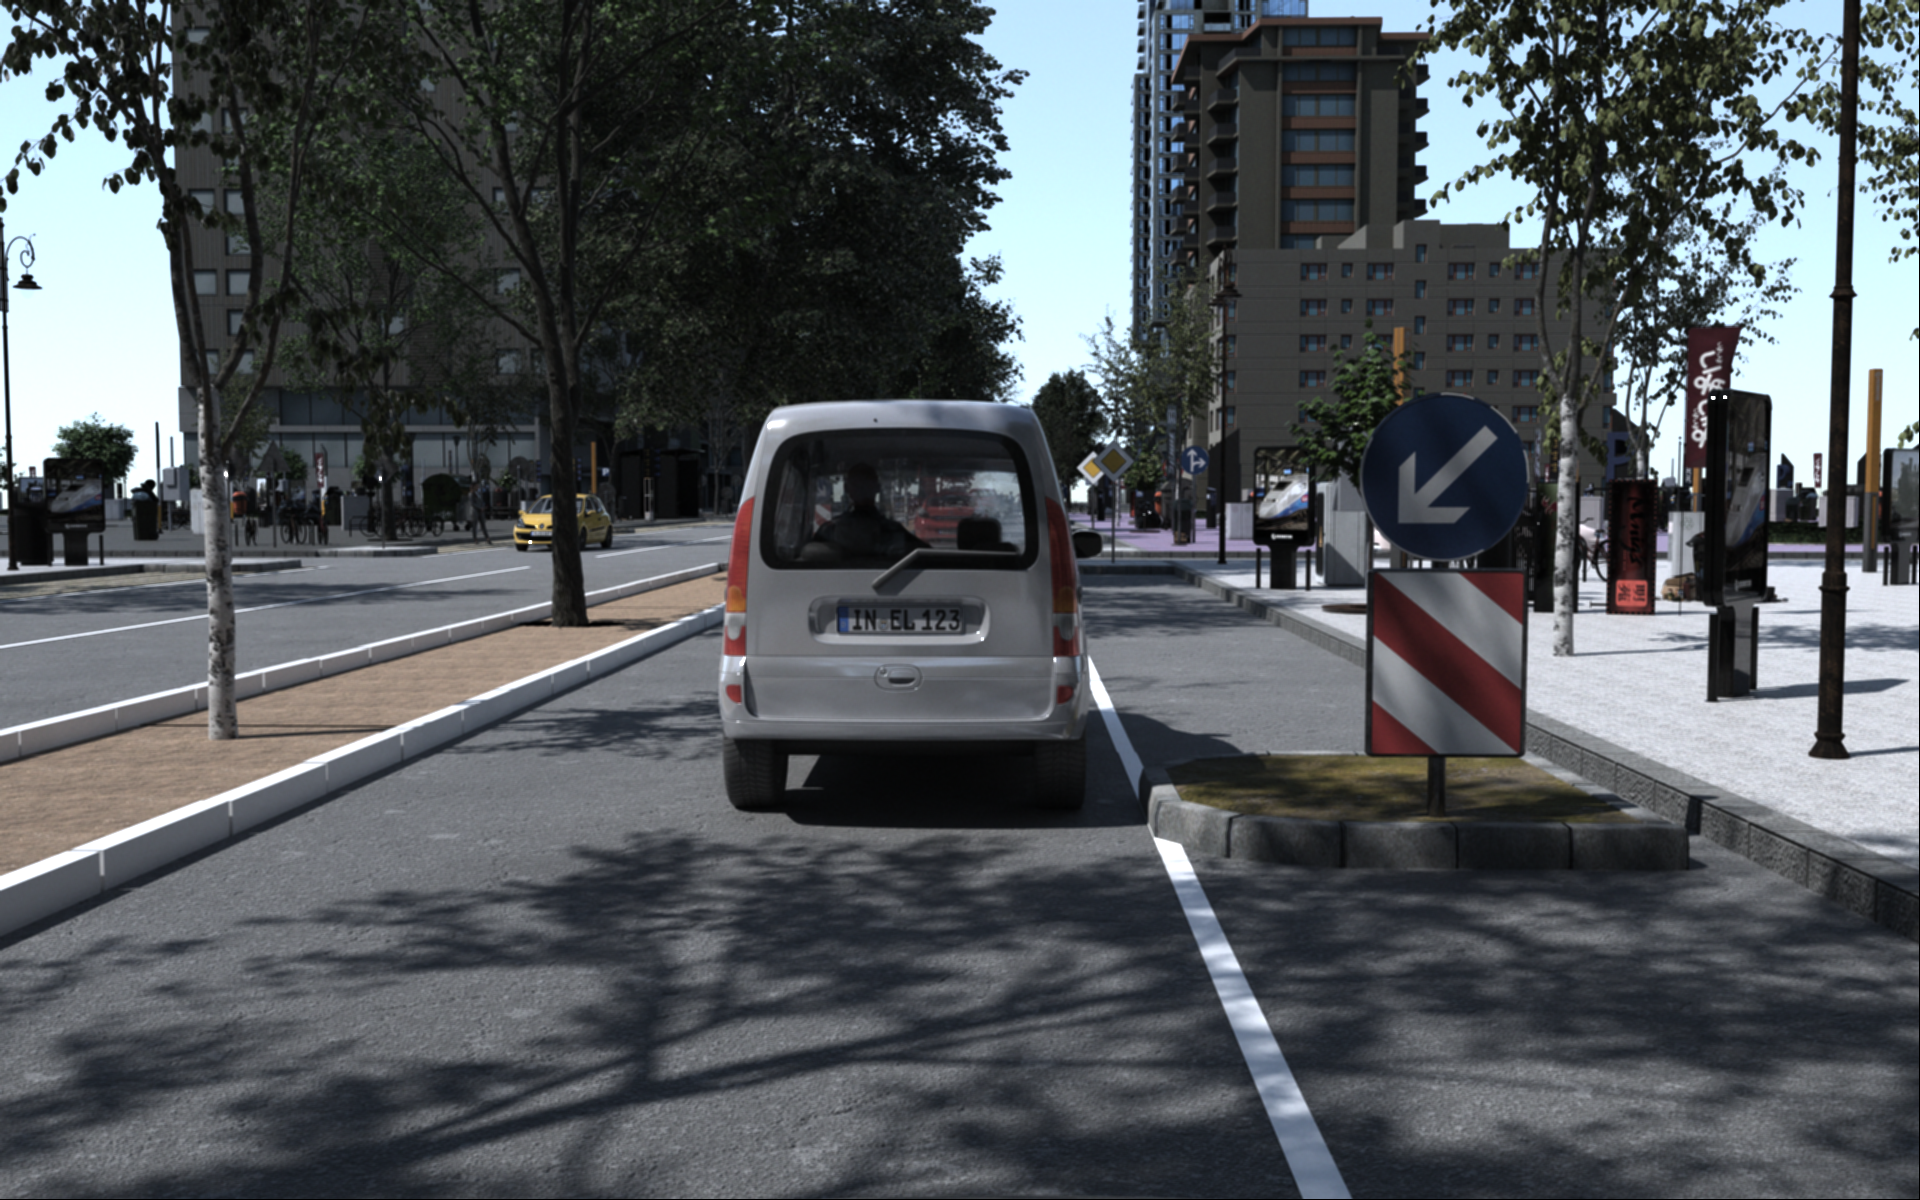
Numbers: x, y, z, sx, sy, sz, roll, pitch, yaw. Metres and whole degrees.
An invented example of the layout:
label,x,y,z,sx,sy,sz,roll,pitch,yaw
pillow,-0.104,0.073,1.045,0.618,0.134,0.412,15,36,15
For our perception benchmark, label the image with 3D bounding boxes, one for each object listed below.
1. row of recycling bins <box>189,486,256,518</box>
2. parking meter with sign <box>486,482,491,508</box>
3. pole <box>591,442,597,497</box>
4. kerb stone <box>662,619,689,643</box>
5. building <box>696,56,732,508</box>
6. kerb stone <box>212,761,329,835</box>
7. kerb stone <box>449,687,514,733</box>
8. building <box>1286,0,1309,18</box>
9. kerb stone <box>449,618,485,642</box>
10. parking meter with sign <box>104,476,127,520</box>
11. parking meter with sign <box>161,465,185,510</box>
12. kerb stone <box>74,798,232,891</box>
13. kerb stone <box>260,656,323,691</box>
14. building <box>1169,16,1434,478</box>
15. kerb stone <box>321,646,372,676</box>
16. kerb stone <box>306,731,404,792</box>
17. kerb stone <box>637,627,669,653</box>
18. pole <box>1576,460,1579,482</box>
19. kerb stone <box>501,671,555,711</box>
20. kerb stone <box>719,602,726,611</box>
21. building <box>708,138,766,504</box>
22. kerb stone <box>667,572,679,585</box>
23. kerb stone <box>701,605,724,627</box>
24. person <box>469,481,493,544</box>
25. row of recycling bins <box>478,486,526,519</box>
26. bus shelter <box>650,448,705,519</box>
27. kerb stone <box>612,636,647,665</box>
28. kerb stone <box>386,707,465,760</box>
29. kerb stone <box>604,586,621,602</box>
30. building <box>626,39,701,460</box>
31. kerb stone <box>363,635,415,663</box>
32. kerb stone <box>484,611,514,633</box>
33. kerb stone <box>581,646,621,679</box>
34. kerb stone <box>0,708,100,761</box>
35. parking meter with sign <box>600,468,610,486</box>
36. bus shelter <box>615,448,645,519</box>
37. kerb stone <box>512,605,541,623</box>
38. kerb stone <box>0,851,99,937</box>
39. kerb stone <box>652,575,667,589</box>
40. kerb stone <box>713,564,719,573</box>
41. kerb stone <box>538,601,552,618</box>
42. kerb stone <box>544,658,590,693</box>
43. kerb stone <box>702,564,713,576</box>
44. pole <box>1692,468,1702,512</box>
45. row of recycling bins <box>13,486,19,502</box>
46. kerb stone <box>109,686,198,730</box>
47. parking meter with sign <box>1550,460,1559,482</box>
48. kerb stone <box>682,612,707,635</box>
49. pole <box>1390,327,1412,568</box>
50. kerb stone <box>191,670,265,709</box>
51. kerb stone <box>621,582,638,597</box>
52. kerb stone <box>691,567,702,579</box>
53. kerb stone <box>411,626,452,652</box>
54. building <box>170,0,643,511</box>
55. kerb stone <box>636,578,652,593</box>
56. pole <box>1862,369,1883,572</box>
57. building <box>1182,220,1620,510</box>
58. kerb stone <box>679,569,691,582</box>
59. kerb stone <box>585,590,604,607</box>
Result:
label,x,y,z,sx,sy,sz,roll,pitch,yaw
row of recycling bins,-39.952,-5.310,93.932,1.069,1.692,3.534,3,5,44
parking meter with sign,-29.295,-6.758,106.753,0.543,3.016,1.738,-2,4,-30
pole,-14.312,-4.522,67.779,0.158,3.312,0.155,0,3,0
kerb stone,-2.834,0.324,16.987,0.120,0.150,1.000,0,4,2
building,-33.273,-44.637,168.069,20.563,71.187,20.611,0,4,2
kerb stone,-3.099,0.886,7.772,0.120,0.150,1.000,0,4,2
kerb stone,-3.011,0.695,10.842,0.120,0.150,1.000,0,4,2
building,33.292,-55.779,224.658,22.319,86.520,31.000,0,4,2
kerb stone,-4.922,0.313,17.080,0.120,0.150,1.000,0,4,2
parking meter with sign,-42.393,-5.491,86.043,1.738,3.016,0.543,-2,4,-29
parking meter with sign,-47.149,-6.542,103.218,1.738,3.016,0.543,0,4,-3
kerb stone,-3.133,0.945,6.750,0.120,0.150,1.000,0,4,2
kerb stone,-5.051,0.564,12.975,0.120,0.150,1.000,0,4,2
building,31.537,-31.198,164.705,22.147,44.769,28.867,0,4,2
kerb stone,-5.020,0.510,13.998,0.120,0.150,1.000,0,4,2
kerb stone,-3.075,0.819,8.798,0.120,0.150,1.000,0,4,2
kerb stone,-2.859,0.382,15.957,0.120,0.150,1.000,0,4,2
pole,37.236,-6.774,104.604,0.158,3.312,0.155,0,3,0
kerb stone,-2.987,0.632,11.864,0.120,0.150,1.000,0,4,2
kerb stone,-2.744,0.130,20.063,0.120,0.150,1.000,0,4,2
building,-33.093,-37.076,225.797,23.786,49.044,30.456,0,4,2
kerb stone,-4.625,-0.314,27.336,0.120,0.150,1.000,0,4,2
kerb stone,-2.764,0.193,19.038,0.120,0.150,1.000,0,4,2
person,-13.618,-2.472,49.192,0.573,1.790,0.520,1,4,10
row of recycling bins,-23.938,-4.969,88.355,3.534,1.692,1.069,-1,4,-12
bus shelter,-14.839,-6.121,91.361,1.731,3.624,6.357,0,4,2
kerb stone,-2.888,0.446,14.935,0.120,0.150,1.000,0,4,2
kerb stone,-3.040,0.757,9.820,0.120,0.150,1.000,0,4,2
kerb stone,-4.750,-0.058,23.234,0.120,0.150,1.000,0,4,2
building,-30.898,-28.582,150.914,14.154,41.232,14.086,0,4,2
kerb stone,-4.982,0.439,15.024,0.120,0.150,1.000,0,4,2
kerb stone,-4.894,0.252,18.107,0.120,0.150,1.000,0,4,2
kerb stone,-2.914,0.509,13.913,0.120,0.150,1.000,0,4,2
kerb stone,-5.139,0.752,9.895,0.120,0.150,1.000,0,4,2
parking meter with sign,-23.504,-7.217,114.252,0.543,3.016,1.738,0,4,-1
bus shelter,-16.651,-6.112,91.214,1.731,3.624,6.357,0,4,2
kerb stone,-4.857,0.188,19.129,0.120,0.150,1.000,0,4,2
kerb stone,-3.162,1.008,5.720,0.120,0.150,1.000,0,4,2
kerb stone,-4.653,-0.252,26.311,0.120,0.150,1.000,0,4,2
kerb stone,-4.498,-0.564,31.424,0.120,0.150,1.000,0,4,2
kerb stone,-4.841,0.125,20.158,0.120,0.150,1.000,0,4,2
kerb stone,-2.955,0.570,12.886,0.120,0.150,1.000,0,4,2
kerb stone,-4.528,-0.501,30.401,0.120,0.150,1.000,0,4,2
pole,17.990,-2.960,42.245,0.158,3.312,0.155,0,3,0
row of recycling bins,-47.827,-4.991,88.708,1.069,1.692,3.534,-1,4,-9
kerb stone,-5.115,0.690,10.917,0.120,0.150,1.000,0,4,2
parking meter with sign,30.480,-5.654,88.701,0.543,3.016,1.738,1,4,13
kerb stone,-2.802,0.256,18.016,0.120,0.150,1.000,0,4,2
pole,5.422,-1.680,21.308,0.158,3.312,0.155,0,3,0
kerb stone,-5.082,0.627,11.939,0.120,0.150,1.000,0,4,2
kerb stone,-4.715,-0.122,24.260,0.120,0.150,1.000,0,4,2
kerb stone,-4.561,-0.437,29.380,0.120,0.150,1.000,0,4,2
kerb stone,-4.957,0.377,16.052,0.120,0.150,1.000,0,4,2
building,-39.460,-33.053,129.662,28.713,52.752,27.495,0,4,2
kerb stone,-4.693,-0.189,25.289,0.120,0.150,1.000,0,4,2
pole,14.918,-2.108,28.309,0.158,3.312,0.155,0,3,0
building,32.847,-17.828,136.534,27.650,21.520,28.899,0,4,2
kerb stone,-4.592,-0.377,28.358,0.120,0.150,1.000,0,4,2
kerb stone,-4.776,-0.001,22.211,0.120,0.150,1.000,0,4,2
